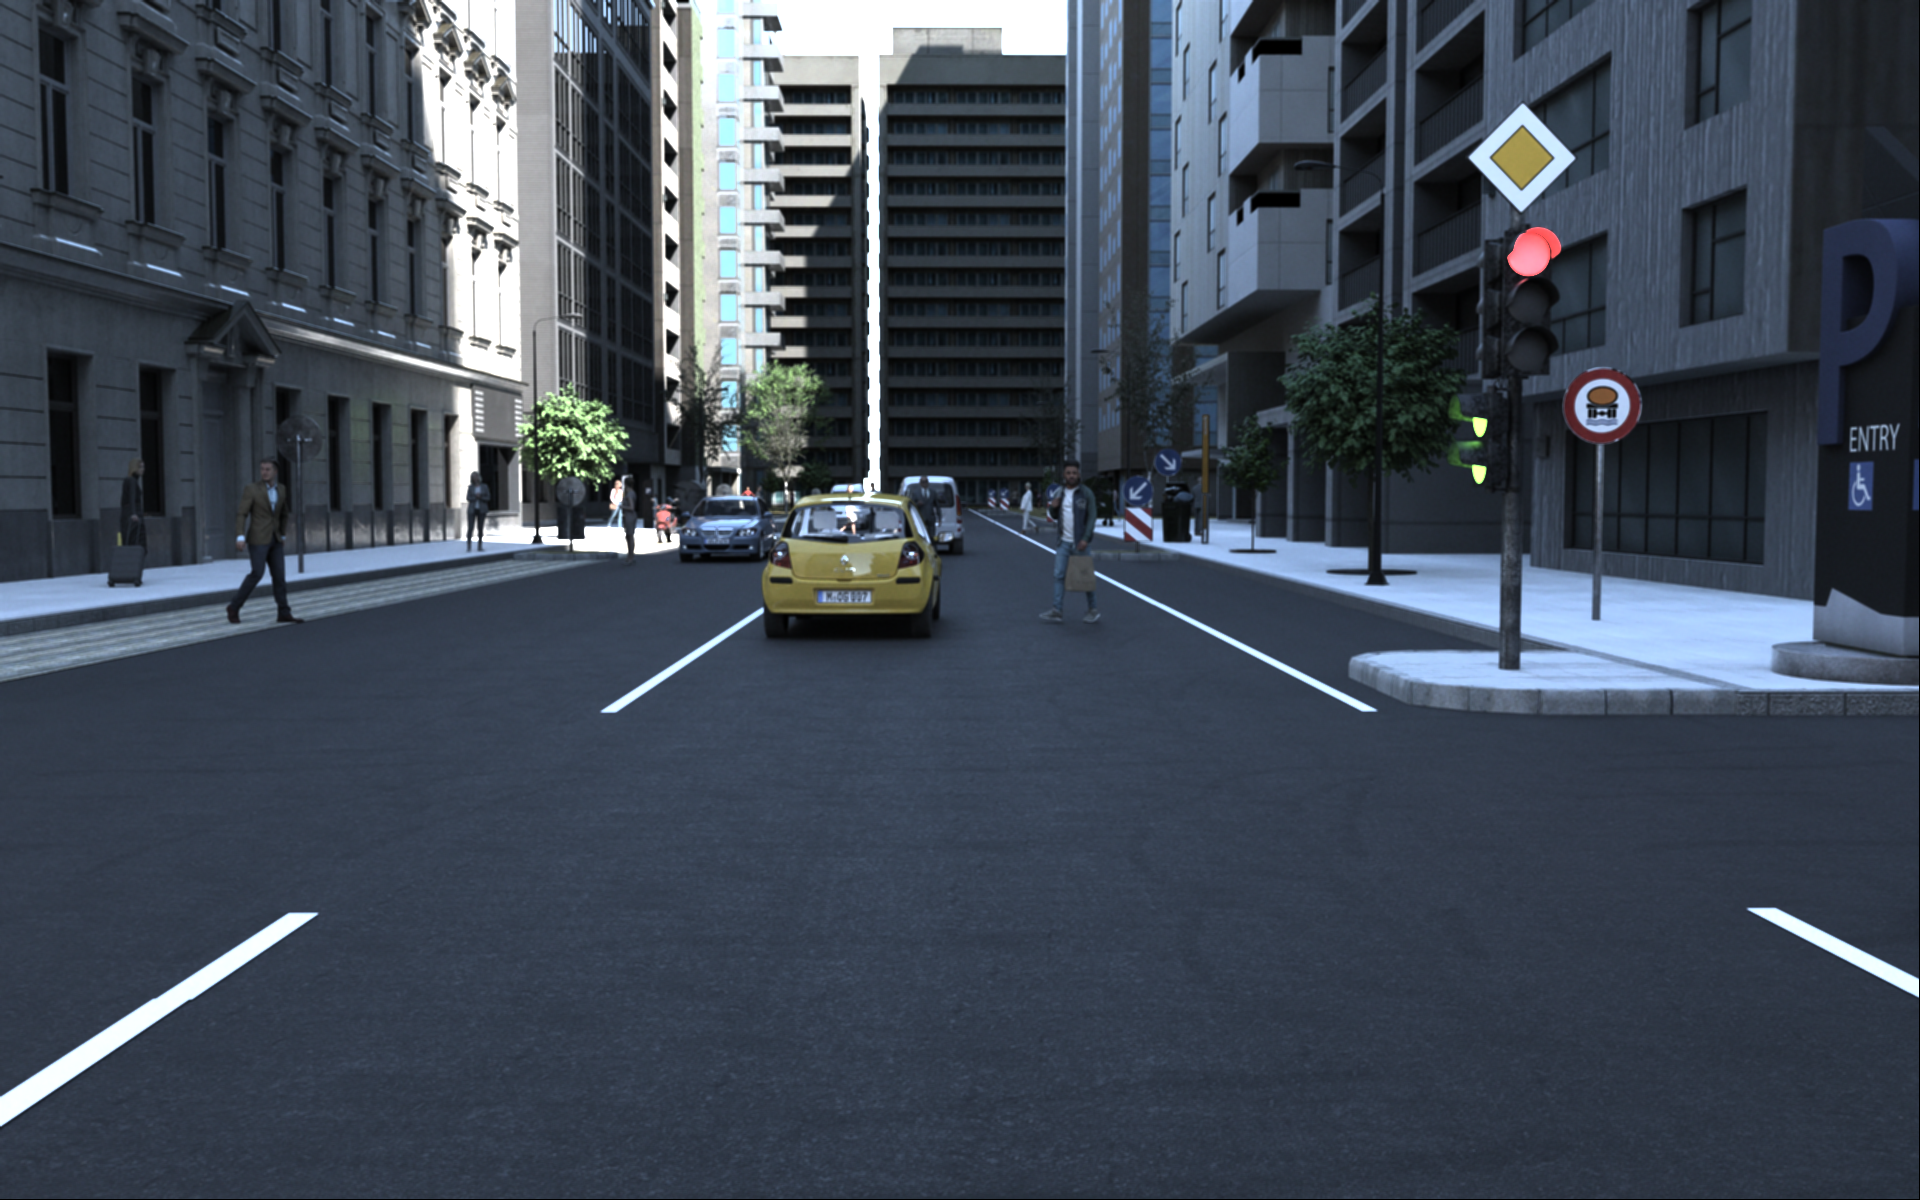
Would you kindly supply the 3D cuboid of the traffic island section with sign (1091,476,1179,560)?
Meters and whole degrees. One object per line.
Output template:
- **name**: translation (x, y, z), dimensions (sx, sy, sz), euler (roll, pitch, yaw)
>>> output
- **traffic island section with sign**: translation (3.743, -1.815, 38.301), dimensions (1.989, 1.847, 2.006), euler (0, 4, -1)

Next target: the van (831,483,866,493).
- **van**: translation (-4.585, -3.895, 70.691), dimensions (2.013, 2.044, 4.112), euler (0, 4, -1)

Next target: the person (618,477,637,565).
- **person**: translation (-6.743, -1.610, 35.168), dimensions (0.374, 1.781, 0.599), euler (0, 4, -5)

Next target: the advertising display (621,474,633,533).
- **advertising display**: translation (-11.009, -3.185, 57.294), dimensions (0.123, 1.923, 0.974), euler (-2, 4, -27)

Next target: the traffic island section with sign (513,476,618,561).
- **traffic island section with sign**: translation (-8.579, -1.794, 37.961), dimensions (1.989, 1.847, 2.006), euler (0, 4, -1)

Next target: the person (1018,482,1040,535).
- **person**: translation (2.442, -3.220, 61.019), dimensions (0.818, 1.842, 0.514), euler (-1, 4, -11)

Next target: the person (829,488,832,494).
- **person**: translation (-8.670, -6.644, 116.754), dimensions (1.348, 1.869, 0.705), euler (1, 4, 20)

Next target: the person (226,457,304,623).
- **person**: translation (-7.700, -0.653, 19.092), dimensions (0.836, 1.842, 0.656), euler (0, 4, -2)

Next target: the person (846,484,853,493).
- **person**: translation (-3.444, -2.709, 53.540), dimensions (0.760, 1.731, 0.466), euler (-1, 4, -21)

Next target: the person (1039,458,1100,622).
- **person**: translation (1.285, -0.658, 19.244), dimensions (0.713, 1.824, 0.794), euler (-3, 4, -36)

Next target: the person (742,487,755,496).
- **person**: translation (-15.995, -7.624, 130.634), dimensions (1.348, 1.831, 0.705), euler (-1, 4, -18)

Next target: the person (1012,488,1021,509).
- **person**: translation (4.798, -8.610, 147.346), dimensions (0.617, 1.759, 0.750), euler (2, 4, 32)

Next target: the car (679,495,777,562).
- **car**: translation (-5.081, -1.610, 38.325), dimensions (2.014, 1.417, 4.499), euler (0, 3, 0)

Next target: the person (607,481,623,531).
- **person**: translation (-11.974, -3.278, 60.226), dimensions (0.643, 1.750, 0.593), euler (3, 5, 41)

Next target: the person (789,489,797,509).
- **person**: translation (-14.287, -8.639, 147.966), dimensions (0.721, 1.739, 1.217), euler (-3, 4, -38)

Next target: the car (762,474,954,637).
- **car**: translation (-1.088, -0.521, 18.741), dimensions (2.015, 1.641, 3.980), euler (0, 4, 1)

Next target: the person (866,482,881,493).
- **person**: translation (-2.828, -2.999, 57.383), dimensions (0.661, 1.843, 0.795), euler (1, 4, 17)

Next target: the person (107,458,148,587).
- **person**: translation (-11.746, -1.112, 24.436), dimensions (0.699, 1.804, 1.509), euler (-1, 4, -9)

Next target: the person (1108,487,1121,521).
- **person**: translation (7.347, -4.633, 82.385), dimensions (0.593, 1.750, 0.643), euler (-2, 4, -35)

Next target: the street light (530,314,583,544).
- **street light**: translation (-10.411, -4.414, 44.714), dimensions (1.470, 5.913, 1.316), euler (0, 4, -1)

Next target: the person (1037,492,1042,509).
- **person**: translation (6.758, -8.424, 147.003), dimensions (0.421, 1.427, 0.697), euler (0, 4, -5)

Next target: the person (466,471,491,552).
- **person**: translation (-10.764, -1.986, 38.703), dimensions (0.537, 1.800, 0.526), euler (-1, 4, -10)

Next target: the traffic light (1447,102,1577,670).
- **traffic light**: translation (4.010, -1.447, 12.587), dimensions (0.839, 4.253, 0.868), euler (0, 4, -1)

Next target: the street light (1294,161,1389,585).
- **street light**: translation (5.355, -3.167, 24.315), dimensions (1.470, 5.913, 1.316), euler (0, 4, -1)

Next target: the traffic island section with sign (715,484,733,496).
- **traffic island section with sign**: translation (-8.902, -3.473, 65.410), dimensions (1.989, 1.847, 2.006), euler (0, 4, -1)

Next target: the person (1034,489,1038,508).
- **person**: translation (7.134, -9.365, 159.685), dimensions (0.721, 1.766, 1.217), euler (0, 4, 0)

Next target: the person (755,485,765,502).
- **person**: translation (-7.503, -3.439, 65.073), dimensions (0.374, 1.781, 0.599), euler (-1, 4, -23)

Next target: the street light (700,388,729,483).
- **street light**: translation (-10.833, -6.331, 76.060), dimensions (1.470, 5.913, 1.316), euler (0, 4, -1)

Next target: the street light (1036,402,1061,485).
- **street light**: translation (4.547, -7.046, 87.746), dimensions (1.470, 5.913, 1.316), euler (0, 4, -1)

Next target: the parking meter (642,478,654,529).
- **parking meter**: translation (-11.593, -3.584, 64.311), dimensions (0.399, 1.863, 0.255), euler (-1, 4, -15)

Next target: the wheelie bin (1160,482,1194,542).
- **wheelie bin**: translation (5.780, -2.337, 46.121), dimensions (0.980, 1.594, 0.693), euler (3, 4, 38)

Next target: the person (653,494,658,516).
- **person**: translation (-14.915, -4.533, 84.432), dimensions (0.394, 1.301, 0.425), euler (0, 4, -4)

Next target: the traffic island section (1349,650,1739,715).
- **traffic island section**: translation (4.051, 0.586, 12.701), dimensions (2.009, 0.180, 2.903), euler (0, 4, -1)

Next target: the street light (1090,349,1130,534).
- **street light**: translation (4.878, -5.081, 55.617), dimensions (1.470, 5.913, 1.316), euler (0, 4, -1)

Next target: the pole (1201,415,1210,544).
- **pole**: translation (6.323, -3.104, 44.597), dimensions (0.158, 3.312, 0.155), euler (0, 3, 0)

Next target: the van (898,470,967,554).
- **van**: translation (-0.803, -2.171, 42.512), dimensions (2.013, 2.044, 4.112), euler (0, 4, -2)

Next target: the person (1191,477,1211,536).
- **person**: translation (7.456, -2.889, 53.449), dimensions (0.661, 1.801, 0.590), euler (3, 5, 40)

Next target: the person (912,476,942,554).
- **person**: translation (-0.691, -1.645, 35.567), dimensions (0.661, 1.801, 0.590), euler (-1, 4, -9)
